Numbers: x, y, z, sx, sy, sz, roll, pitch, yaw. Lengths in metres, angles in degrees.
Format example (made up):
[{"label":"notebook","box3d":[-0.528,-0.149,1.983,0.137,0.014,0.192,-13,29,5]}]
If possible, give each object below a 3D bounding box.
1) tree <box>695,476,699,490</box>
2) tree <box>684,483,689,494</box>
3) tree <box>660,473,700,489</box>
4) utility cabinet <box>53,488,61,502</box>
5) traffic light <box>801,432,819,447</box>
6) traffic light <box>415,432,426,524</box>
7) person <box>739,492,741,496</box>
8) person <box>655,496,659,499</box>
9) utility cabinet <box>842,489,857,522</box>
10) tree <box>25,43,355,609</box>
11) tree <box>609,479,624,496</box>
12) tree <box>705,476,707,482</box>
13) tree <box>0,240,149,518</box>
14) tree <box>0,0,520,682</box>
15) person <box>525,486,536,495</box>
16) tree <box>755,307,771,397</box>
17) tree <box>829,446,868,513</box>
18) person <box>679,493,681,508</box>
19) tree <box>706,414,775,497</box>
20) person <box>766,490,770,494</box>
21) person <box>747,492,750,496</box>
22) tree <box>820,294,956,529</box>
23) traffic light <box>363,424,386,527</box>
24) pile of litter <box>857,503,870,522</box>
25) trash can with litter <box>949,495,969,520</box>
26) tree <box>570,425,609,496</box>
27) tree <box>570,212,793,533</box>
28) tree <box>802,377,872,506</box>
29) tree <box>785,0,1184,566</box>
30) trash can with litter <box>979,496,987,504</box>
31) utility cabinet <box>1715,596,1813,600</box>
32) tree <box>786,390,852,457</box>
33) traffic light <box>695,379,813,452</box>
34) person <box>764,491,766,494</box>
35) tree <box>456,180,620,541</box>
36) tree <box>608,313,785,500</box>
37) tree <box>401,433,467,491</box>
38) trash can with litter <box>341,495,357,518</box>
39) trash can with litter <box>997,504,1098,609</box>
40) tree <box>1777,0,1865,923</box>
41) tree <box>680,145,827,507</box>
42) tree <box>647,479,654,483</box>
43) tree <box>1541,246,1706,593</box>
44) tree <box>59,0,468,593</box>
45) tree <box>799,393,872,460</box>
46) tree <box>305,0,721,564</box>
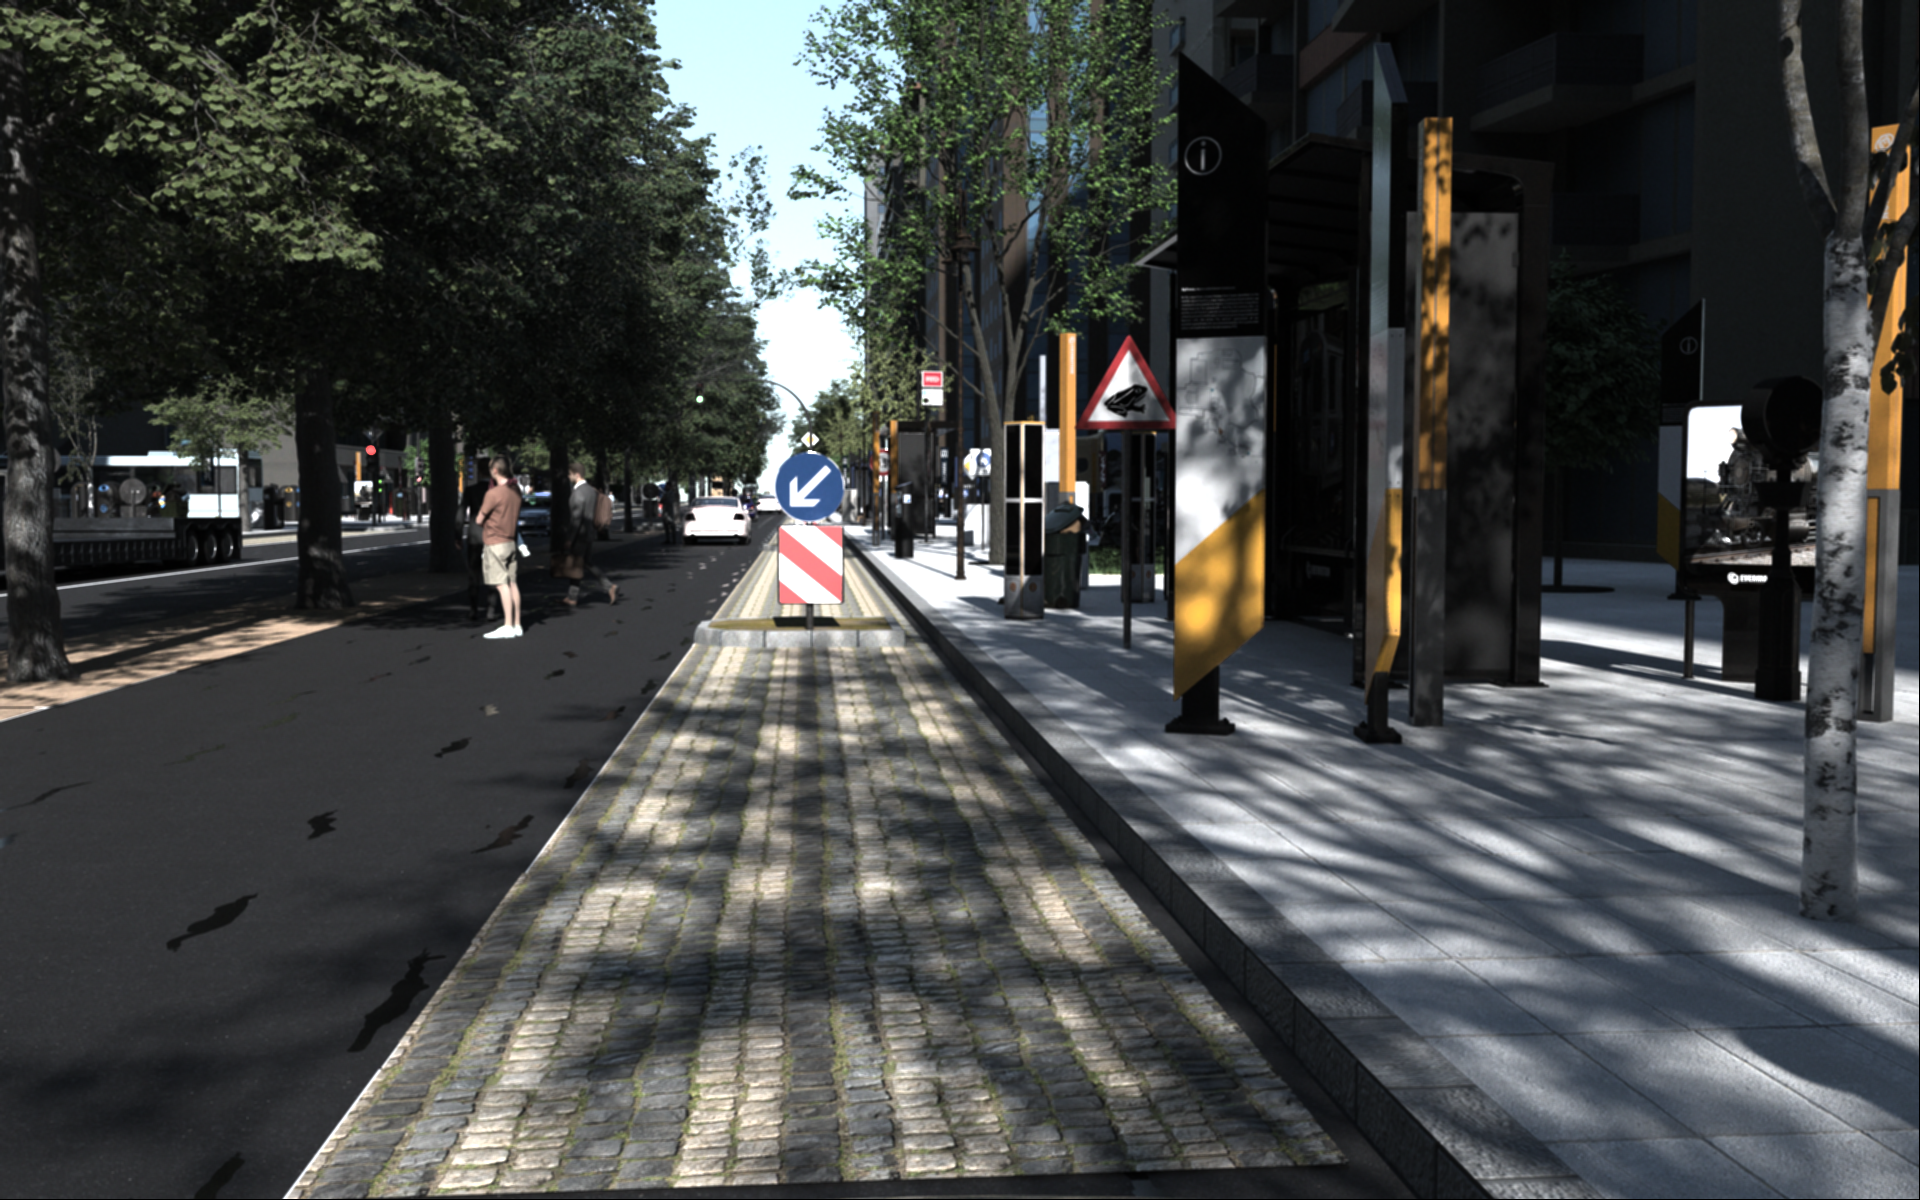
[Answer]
[{"label":"tree","box3d":[-46.266,-21.578,303.162,4.737,8.622,4.395,0,3,0]},{"label":"tree","box3d":[-44.569,-17.623,282.730,1.663,3.219,1.824,0,3,0]},{"label":"tree","box3d":[-43.710,-21.126,263.542,7.486,12.596,7.792,0,3,0]},{"label":"utility cabinet","box3d":[-34.816,-3.492,65.778,1.173,1.500,0.318,-1,4,-20]},{"label":"traffic light","box3d":[-6.656,-5.375,76.797,0.839,4.253,0.868,0,4,-5]},{"label":"traffic light","box3d":[-21.423,-6.167,75.499,4.771,5.953,1.251,0,4,-5]},{"label":"person","box3d":[-38.807,-18.084,304.892,1.217,1.735,0.721,-3,5,-39]},{"label":"person","box3d":[-31.521,-10.513,181.093,0.721,1.736,1.217,-3,5,-41]},{"label":"utility cabinet","box3d":[-4.978,-4.225,77.757,0.318,1.500,1.173,-2,4,-25]},{"label":"tree","box3d":[-7.939,-6.854,21.179,9.857,13.997,8.962,0,3,0]},{"label":"tree","box3d":[-35.926,-11.476,182.230,1.663,3.219,1.824,0,3,0]},{"label":"tree","box3d":[-45.667,-22.995,294.090,7.486,12.596,7.792,0,3,0]},{"label":"tree","box3d":[-24.646,-5.995,48.377,4.360,8.622,3.978,0,3,0]},{"label":"tree","box3d":[-6.945,-5.623,12.521,7.486,12.596,7.792,0,3,0]},{"label":"person","box3d":[-19.419,-4.277,78.673,0.600,1.795,0.529,3,4,38]},{"label":"tree","box3d":[-13.240,-10.452,79.998,9.857,13.997,8.962,0,3,0]},{"label":"tree","box3d":[-7.612,-8.322,119.777,4.285,4.588,4.351,0,3,0]},{"label":"person","box3d":[-29.386,-10.446,180.768,0.415,1.643,0.593,-3,4,-37]},{"label":"tree","box3d":[-18.688,-12.308,138.099,8.767,10.594,7.601,0,4,-5]},{"label":"person","box3d":[-19.388,-10.189,175.181,1.348,1.812,0.705,0,4,4]},{"label":"person","box3d":[-31.393,-15.105,256.168,1.217,1.736,0.721,-3,5,-44]},{"label":"tree","box3d":[-2.593,-6.936,63.758,4.737,8.622,4.395,0,3,0]},{"label":"traffic light","box3d":[-22.786,-4.795,67.325,0.839,4.253,0.868,0,4,-5]},{"label":"pile of litter","box3d":[-4.528,-4.563,88.573,1.176,0.858,1.719,-1,4,-19]},{"label":"trash can with litter","box3d":[0.562,-4.648,87.054,2.233,1.210,1.678,0,4,-3]},{"label":"tree","box3d":[-33.670,-15.188,165.338,9.611,12.733,9.660,0,3,0]},{"label":"tree","box3d":[-12.217,-9.202,63.277,12.009,13.543,11.850,0,3,0]},{"label":"tree","box3d":[-11.437,-15.317,168.566,7.486,12.596,7.792,0,3,0]},{"label":"tree","box3d":[0.733,-6.453,31.260,9.928,11.665,9.643,0,3,0]},{"label":"trash can with litter","box3d":[1.413,-4.391,83.173,1.055,1.170,0.624,0,4,6]},{"label":"utility cabinet","box3d":[9.773,-0.745,20.860,1.173,1.500,0.318,1,4,14]},{"label":"tree","box3d":[-16.826,-18.797,213.992,9.857,13.997,8.962,0,3,0]},{"label":"traffic light","box3d":[-8.019,-5.740,68.516,4.771,5.953,1.251,0,4,-5]},{"label":"person","box3d":[-22.687,-11.848,202.227,1.348,1.822,0.705,3,4,38]},{"label":"tree","box3d":[-10.967,-7.593,52.354,9.928,11.665,9.643,0,3,0]},{"label":"tree","box3d":[-15.510,-11.281,103.906,9.611,12.733,9.660,0,3,0]},{"label":"tree","box3d":[-26.839,-6.382,88.059,4.285,4.588,4.351,0,3,0]},{"label":"trash can with litter","box3d":[-33.146,-5.102,94.483,2.233,1.210,1.678,0,4,1]},{"label":"trash can with litter","box3d":[0.972,-0.484,19.297,1.055,1.170,0.624,-3,5,-40]},{"label":"tree","box3d":[2.857,-3.336,4.907,4.360,8.622,3.978,0,3,0]},{"label":"tree","box3d":[-13.228,-14.330,92.647,12.611,20.169,13.585,0,3,0]},{"label":"tree","box3d":[-38.164,-13.329,212.522,1.663,3.219,1.824,0,3,0]},{"label":"tree","box3d":[7.963,-2.410,23.120,4.285,4.588,4.351,0,3,0]},{"label":"tree","box3d":[-9.318,-7.457,31.033,9.857,13.997,8.962,0,3,0]},{"label":"tree","box3d":[-11.361,-13.705,158.487,7.601,10.594,8.767,0,4,6]},{"label":"tree","box3d":[-9.753,-8.136,42.135,9.857,13.997,8.962,0,3,0]}]
